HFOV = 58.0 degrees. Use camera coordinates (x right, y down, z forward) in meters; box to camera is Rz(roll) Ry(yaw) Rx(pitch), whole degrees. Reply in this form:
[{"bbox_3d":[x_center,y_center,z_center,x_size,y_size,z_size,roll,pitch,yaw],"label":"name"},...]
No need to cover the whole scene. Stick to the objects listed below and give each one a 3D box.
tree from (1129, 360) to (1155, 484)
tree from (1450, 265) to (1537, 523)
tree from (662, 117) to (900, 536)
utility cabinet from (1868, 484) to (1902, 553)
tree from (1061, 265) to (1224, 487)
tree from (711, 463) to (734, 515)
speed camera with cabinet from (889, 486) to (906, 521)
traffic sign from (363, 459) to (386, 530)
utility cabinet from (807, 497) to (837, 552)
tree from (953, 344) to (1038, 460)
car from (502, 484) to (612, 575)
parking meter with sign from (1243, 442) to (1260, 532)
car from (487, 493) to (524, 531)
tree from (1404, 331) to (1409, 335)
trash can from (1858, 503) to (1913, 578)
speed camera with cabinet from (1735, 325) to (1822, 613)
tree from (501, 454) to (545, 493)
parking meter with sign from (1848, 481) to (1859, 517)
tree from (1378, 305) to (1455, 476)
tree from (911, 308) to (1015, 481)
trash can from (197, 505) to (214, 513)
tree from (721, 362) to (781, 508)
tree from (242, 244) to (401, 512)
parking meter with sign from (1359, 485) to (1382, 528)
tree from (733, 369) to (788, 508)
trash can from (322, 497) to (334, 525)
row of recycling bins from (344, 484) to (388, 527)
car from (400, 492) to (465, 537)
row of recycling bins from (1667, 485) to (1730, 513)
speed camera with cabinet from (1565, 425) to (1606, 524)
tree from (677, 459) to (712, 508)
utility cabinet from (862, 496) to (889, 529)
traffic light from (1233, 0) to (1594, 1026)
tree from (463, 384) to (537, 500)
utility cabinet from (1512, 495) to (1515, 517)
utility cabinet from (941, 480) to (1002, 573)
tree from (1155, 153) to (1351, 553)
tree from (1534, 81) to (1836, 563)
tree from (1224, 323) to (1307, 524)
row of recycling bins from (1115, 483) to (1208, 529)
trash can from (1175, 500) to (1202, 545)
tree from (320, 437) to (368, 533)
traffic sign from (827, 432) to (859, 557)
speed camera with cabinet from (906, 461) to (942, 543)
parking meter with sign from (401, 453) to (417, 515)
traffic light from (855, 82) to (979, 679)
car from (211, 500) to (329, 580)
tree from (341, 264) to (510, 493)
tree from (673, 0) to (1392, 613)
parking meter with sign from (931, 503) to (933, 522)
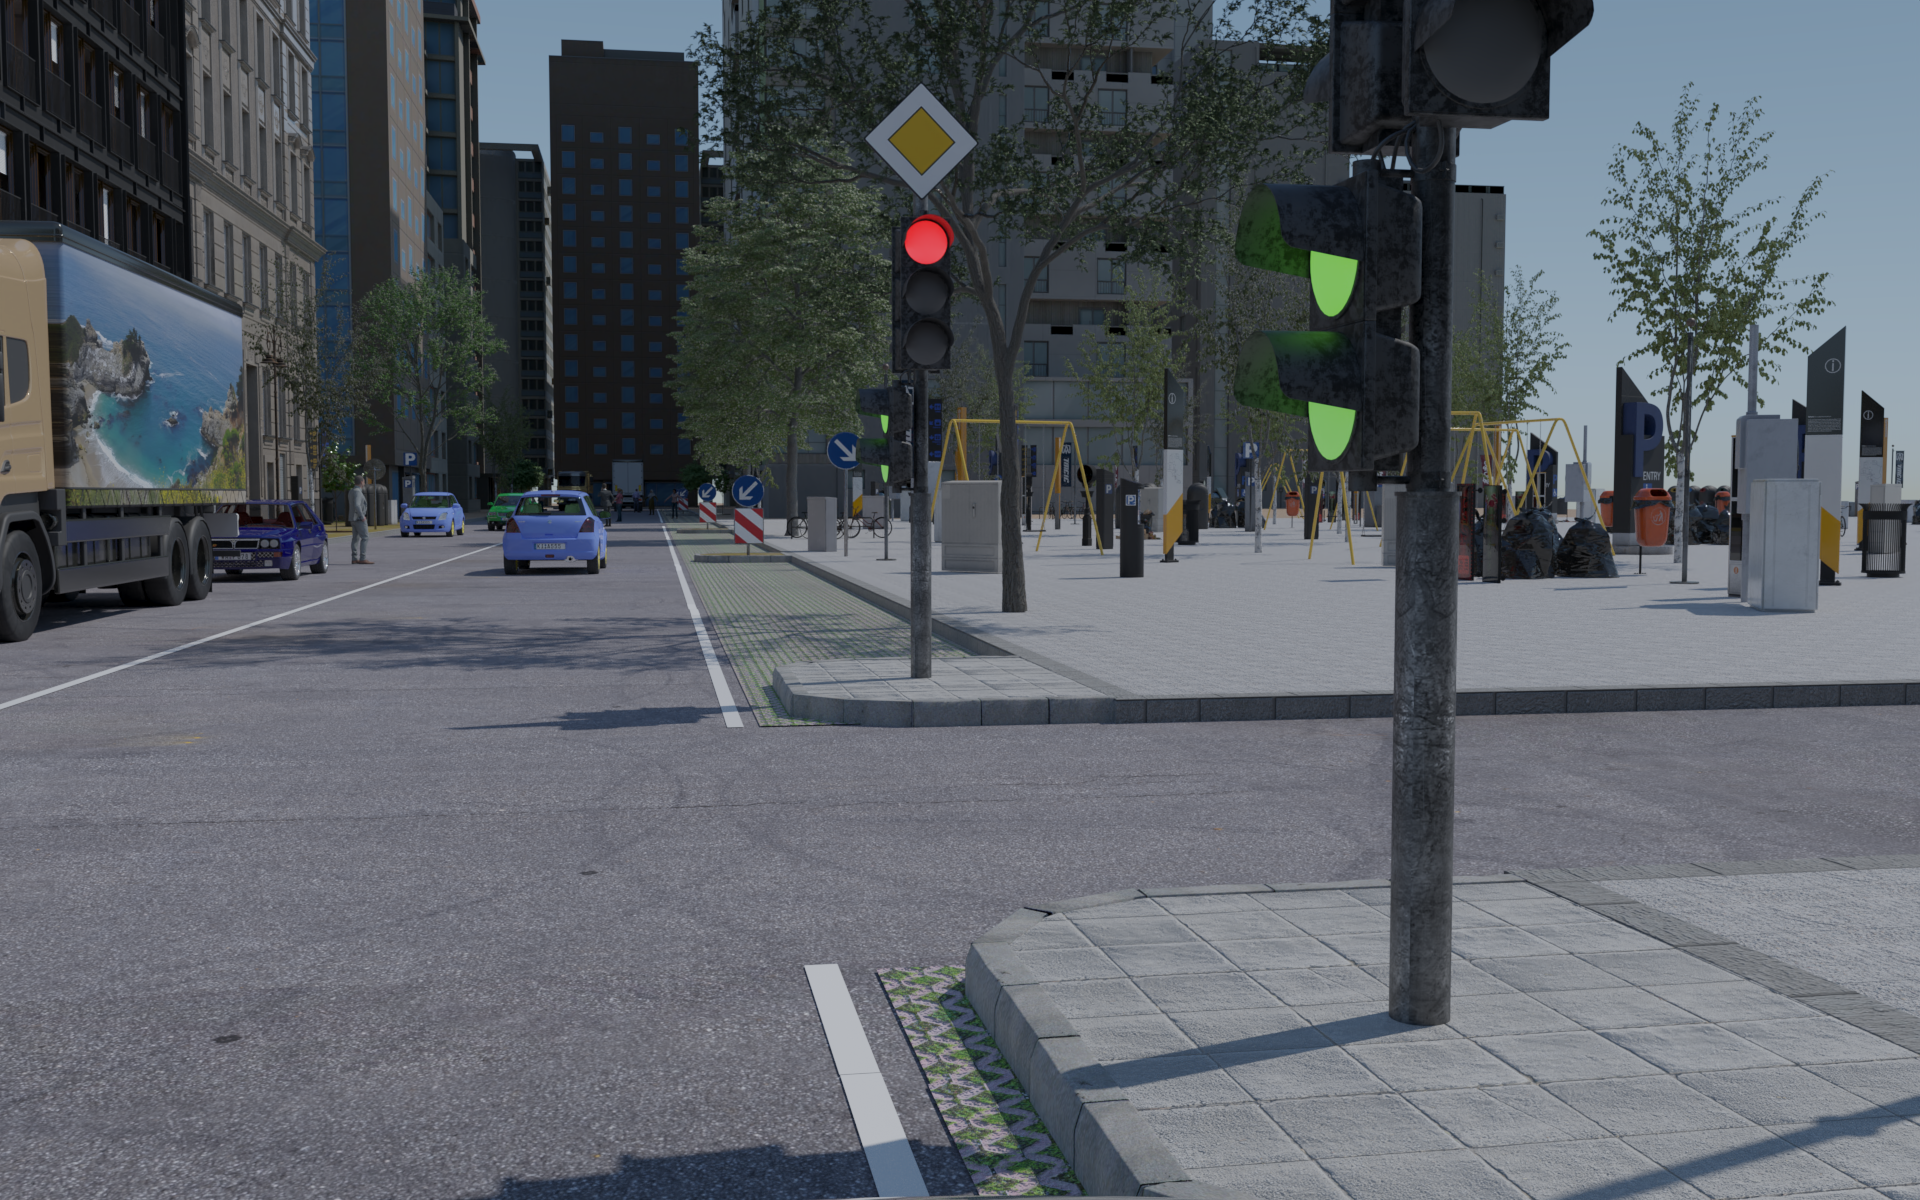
[{"bbox_3d":[10.220,-8.289,85.885,4.360,8.622,3.978,0,3,0],"label":"tree"},{"bbox_3d":[17.269,-6.396,54.940,4.737,8.622,4.395,0,3,0],"label":"tree"},{"bbox_3d":[-4.714,-8.228,52.658,7.486,12.596,7.792,0,3,0],"label":"tree"},{"bbox_3d":[19.966,-1.757,37.402,0.318,1.500,1.173,3,5,44],"label":"utility cabinet"},{"bbox_3d":[5.446,-6.366,54.440,4.737,8.622,4.395,0,3,0],"label":"tree"},{"bbox_3d":[-14.599,-6.899,107.401,1.663,3.219,1.824,0,3,0],"label":"tree"},{"bbox_3d":[-2.612,-5.359,81.963,0.660,3.252,2.038,-2,4,-33],"label":"speed camera with cabinet"},{"bbox_3d":[-21.102,-3.813,62.449,0.768,2.556,0.104,-1,4,-10],"label":"traffic sign"},{"bbox_3d":[-3.084,-1.691,38.814,0.306,1.237,1.020,-2,4,-28],"label":"utility cabinet"},{"bbox_3d":[1.819,-8.125,83.198,4.737,8.622,4.395,0,3,0],"label":"tree"},{"bbox_3d":[-7.484,-1.383,32.200,1.945,1.707,3.694,-1,4,-9],"label":"car"},{"bbox_3d":[9.990,-3.843,59.094,0.543,3.016,1.738,1,4,14],"label":"parking meter with sign"},{"bbox_3d":[-17.744,-3.683,69.021,1.959,1.807,4.718,-1,4,-8],"label":"car"},{"bbox_3d":[17.770,-6.886,62.944,4.737,8.622,4.395,0,3,0],"label":"tree"},{"bbox_3d":[14.270,-0.923,26.743,0.748,1.137,0.748,0,3,0],"label":"trash can"},{"bbox_3d":[9.269,-1.547,19.623,0.660,3.252,2.038,1,4,16],"label":"speed camera with cabinet"},{"bbox_3d":[-35.228,-9.477,138.666,4.285,4.588,4.351,0,3,0],"label":"tree"},{"bbox_3d":[50.899,-6.206,97.731,1.738,3.016,0.543,-1,4,-11],"label":"parking meter with sign"},{"bbox_3d":[10.505,-5.836,45.780,4.360,8.622,3.978,0,3,0],"label":"tree"},{"bbox_3d":[0.003,-7.112,66.646,4.360,8.622,3.978,0,3,0],"label":"tree"},{"bbox_3d":[-16.904,-1.642,38.498,0.748,1.137,0.748,0,3,0],"label":"trash can"},{"bbox_3d":[-10.835,-8.430,88.190,4.360,8.622,3.978,0,3,0],"label":"tree"},{"bbox_3d":[-19.266,-6.210,51.902,4.360,8.622,3.978,0,3,0],"label":"tree"},{"bbox_3d":[15.994,-4.328,67.017,0.543,3.016,1.738,-1,4,-22],"label":"parking meter with sign"},{"bbox_3d":[-9.297,-8.061,82.153,4.737,8.622,4.395,0,3,0],"label":"tree"},{"bbox_3d":[-26.439,-3.701,72.159,0.748,1.137,0.748,0,3,0],"label":"trash can"},{"bbox_3d":[-23.671,-3.799,69.231,1.069,1.692,3.534,0,4,-2],"label":"row of recycling bins"},{"bbox_3d":[-17.871,-3.002,58.677,1.945,1.707,3.694,0,4,-8],"label":"car"},{"bbox_3d":[35.350,-4.627,82.765,1.069,1.692,3.534,-2,4,-29],"label":"row of recycling bins"},{"bbox_3d":[18.245,-3.437,50.525,0.660,3.252,2.038,3,4,37],"label":"speed camera with cabinet"},{"bbox_3d":[-24.890,-10.932,162.452,4.285,4.588,4.351,0,3,0],"label":"tree"},{"bbox_3d":[-3.087,-3.193,63.375,1.020,1.237,0.306,3,4,37],"label":"utility cabinet"},{"bbox_3d":[1.108,-0.930,4.131,0.839,4.253,0.868,-1,4,-10],"label":"traffic light"},{"bbox_3d":[-30.257,-9.985,113.625,4.737,8.622,4.395,0,3,0],"label":"tree"},{"bbox_3d":[25.022,-4.177,79.462,1.020,1.237,0.306,2,4,28],"label":"utility cabinet"},{"bbox_3d":[0.236,-1.199,28.280,1.173,1.500,0.318,3,4,38],"label":"utility cabinet"},{"bbox_3d":[6.486,-5.321,37.364,4.360,8.622,3.978,0,3,0],"label":"tree"},{"bbox_3d":[13.583,-4.989,31.939,4.737,8.622,4.395,0,3,0],"label":"tree"},{"bbox_3d":[13.133,-7.509,73.131,4.737,8.622,4.395,0,3,0],"label":"tree"},{"bbox_3d":[7.418,-3.466,63.779,3.534,1.692,1.069,1,4,20],"label":"row of recycling bins"},{"bbox_3d":[5.713,-1.954,43.607,0.748,1.137,0.748,0,3,0],"label":"trash can"},{"bbox_3d":[-20.879,-3.863,57.756,1.663,3.219,1.824,0,3,0],"label":"tree"},{"bbox_3d":[-2.343,-2.166,35.526,0.768,2.556,0.104,0,4,-7],"label":"traffic sign"},{"bbox_3d":[-0.502,-3.170,46.171,0.660,3.252,2.038,-3,4,-37],"label":"speed camera with cabinet"},{"bbox_3d":[-22.935,-4.632,72.000,0.543,3.016,1.738,-1,4,-11],"label":"parking meter with sign"},{"bbox_3d":[-0.291,-1.411,11.993,0.839,4.253,0.868,-1,4,-10],"label":"traffic light"},{"bbox_3d":[-12.057,-1.054,29.817,1.945,1.354,3.894,-1,4,-10],"label":"car"},{"bbox_3d":[-24.169,-9.308,77.937,9.928,11.665,9.643,0,3,0],"label":"tree"},{"bbox_3d":[0.668,-5.166,18.879,8.767,10.594,7.601,1,4,9],"label":"tree"},{"bbox_3d":[-1.281,-5.042,78.704,1.738,3.016,0.543,-1,4,-10],"label":"parking meter with sign"}]
